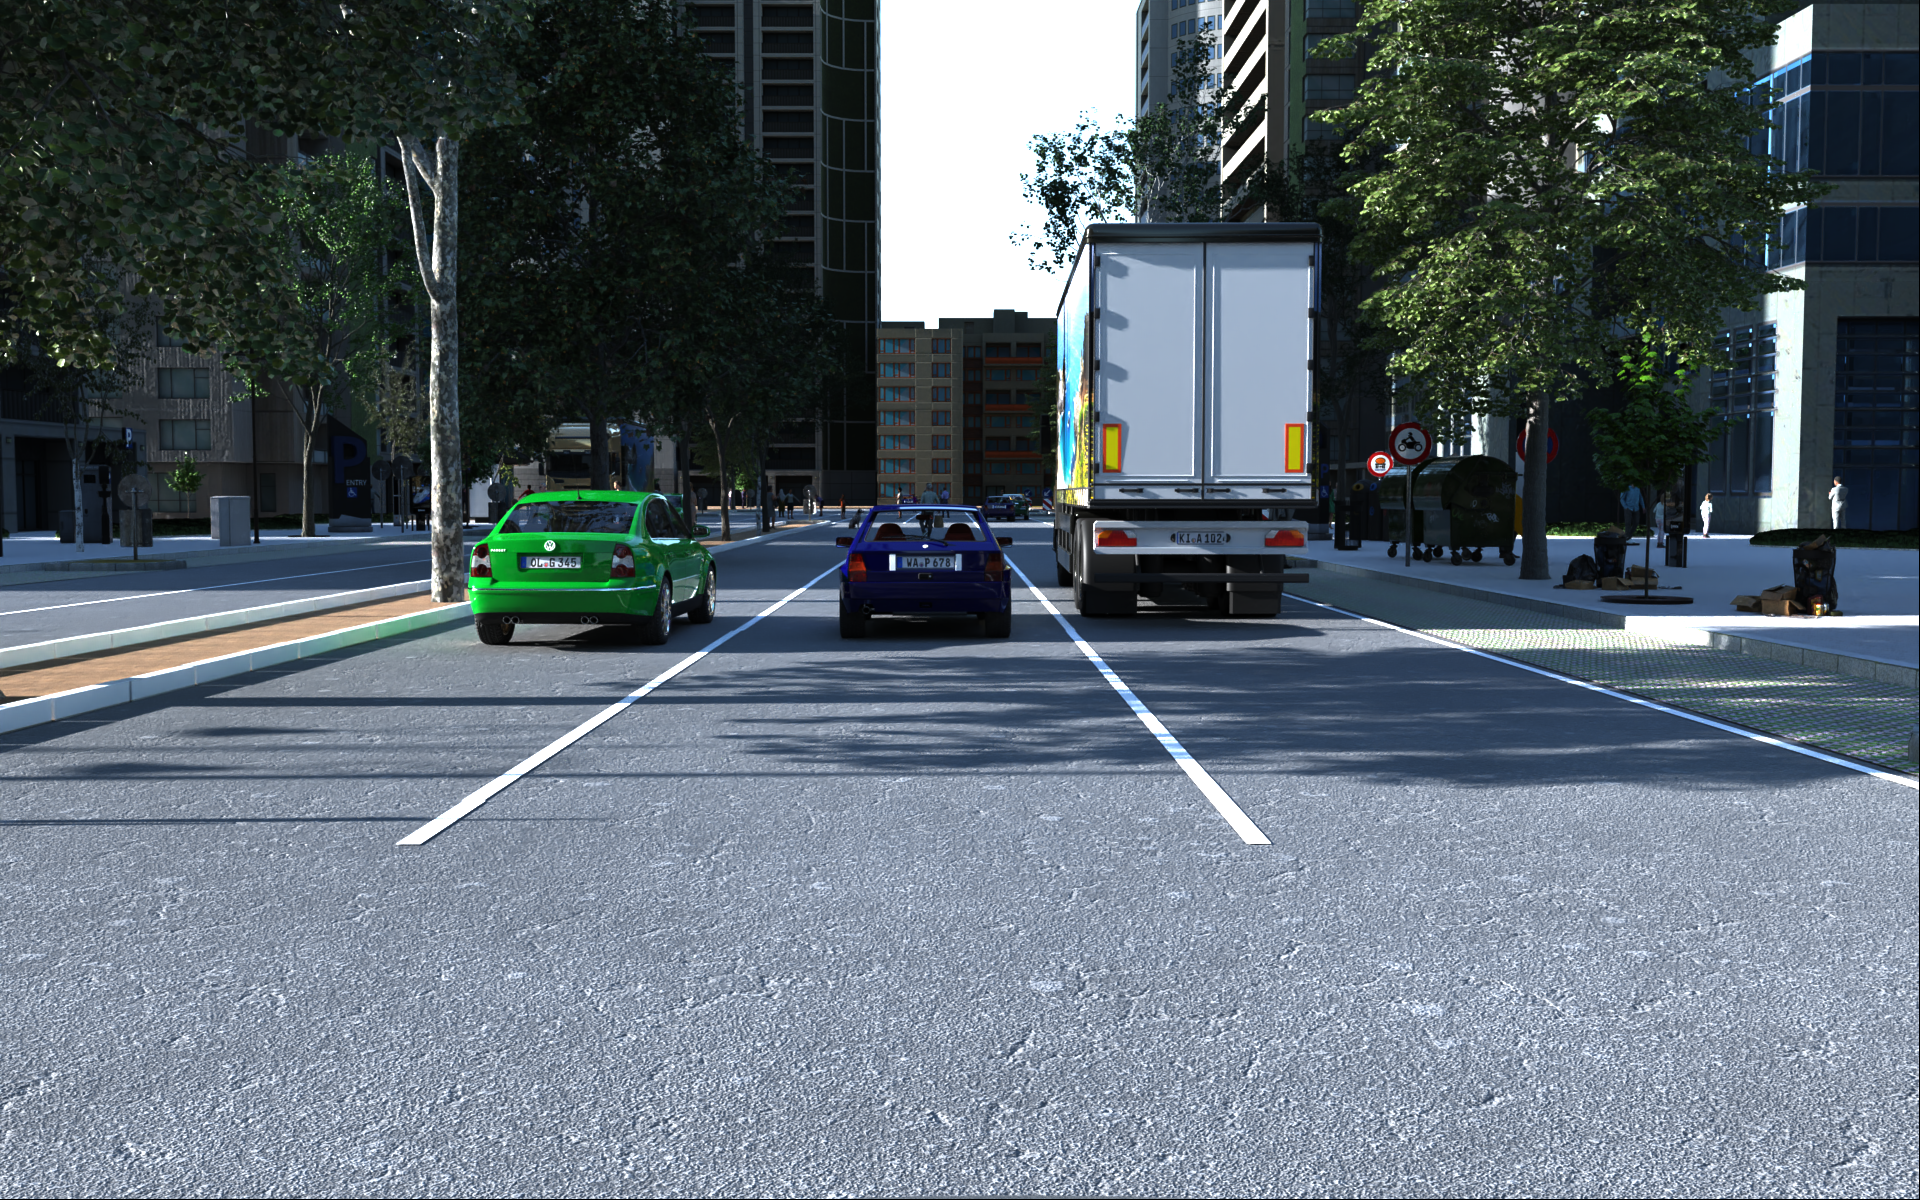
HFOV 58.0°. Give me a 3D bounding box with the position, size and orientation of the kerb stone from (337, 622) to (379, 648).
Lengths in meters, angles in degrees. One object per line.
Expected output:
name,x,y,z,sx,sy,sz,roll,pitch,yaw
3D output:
kerb stone,-5.809,0.346,16.560,0.120,0.150,1.000,0,4,0

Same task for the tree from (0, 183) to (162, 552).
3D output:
tree,-19.418,-5.353,37.889,4.360,8.622,3.978,0,3,0

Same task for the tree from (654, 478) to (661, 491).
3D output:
tree,-19.861,-7.107,110.794,1.663,3.219,1.824,0,3,0

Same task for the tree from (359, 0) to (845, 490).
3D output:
tree,-7.242,-7.042,34.605,9.611,12.733,9.660,0,3,0

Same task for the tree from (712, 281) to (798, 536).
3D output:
tree,-6.890,-6.499,59.084,4.360,8.622,3.978,0,3,0

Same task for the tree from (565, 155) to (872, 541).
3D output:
tree,-6.885,-6.562,44.161,8.767,10.594,7.601,0,4,0

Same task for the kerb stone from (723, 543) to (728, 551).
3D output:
kerb stone,-5.965,-1.282,43.194,0.120,0.150,1.000,0,4,0

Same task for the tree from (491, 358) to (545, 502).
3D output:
tree,-19.495,-7.495,72.907,4.737,8.622,4.395,0,3,0

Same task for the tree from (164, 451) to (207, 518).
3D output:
tree,-34.685,-5.089,77.800,1.663,3.219,1.824,0,3,0

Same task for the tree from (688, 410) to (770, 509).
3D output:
tree,-19.128,-13.819,144.065,7.486,12.596,7.792,0,3,0

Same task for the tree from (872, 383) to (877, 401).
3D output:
tree,-7.014,-7.050,52.143,8.767,10.594,7.601,0,4,0

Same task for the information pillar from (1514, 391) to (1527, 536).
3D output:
information pillar,11.148,-2.604,33.926,0.504,3.616,0.183,2,4,26

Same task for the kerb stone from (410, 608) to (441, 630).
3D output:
kerb stone,-5.815,0.219,18.616,0.120,0.150,1.000,0,4,0

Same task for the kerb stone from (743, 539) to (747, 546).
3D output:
kerb stone,-5.998,-1.535,47.298,0.120,0.150,1.000,0,4,0

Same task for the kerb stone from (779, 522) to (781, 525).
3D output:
kerb stone,-8.296,-3.414,78.058,0.120,0.150,1.000,0,4,0

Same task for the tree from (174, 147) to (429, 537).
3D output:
tree,-19.316,-7.690,51.487,9.928,11.665,9.643,0,3,0

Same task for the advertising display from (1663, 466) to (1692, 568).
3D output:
advertising display,12.616,-1.545,30.474,0.123,1.923,0.974,0,4,2

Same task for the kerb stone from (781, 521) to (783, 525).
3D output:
kerb stone,-8.297,-3.477,79.081,0.120,0.150,1.000,0,4,0

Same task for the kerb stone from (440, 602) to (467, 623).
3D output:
kerb stone,-5.817,0.156,19.639,0.120,0.150,1.000,0,4,0

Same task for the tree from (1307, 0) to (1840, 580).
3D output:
tree,8.793,-6.559,25.363,7.486,12.596,7.792,0,3,0

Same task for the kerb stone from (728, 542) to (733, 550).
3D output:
kerb stone,-5.977,-1.347,44.224,0.120,0.150,1.000,0,4,0

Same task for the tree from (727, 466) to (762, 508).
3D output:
tree,-19.491,-10.641,157.692,4.285,4.588,4.351,0,3,0

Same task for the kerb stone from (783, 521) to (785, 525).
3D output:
kerb stone,-8.308,-3.542,80.103,0.120,0.150,1.000,0,4,0

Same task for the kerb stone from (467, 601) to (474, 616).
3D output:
kerb stone,-5.827,0.095,20.664,0.120,0.150,1.000,0,4,0

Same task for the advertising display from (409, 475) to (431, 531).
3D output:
advertising display,-18.845,-3.380,60.478,0.123,1.923,0.974,1,4,22

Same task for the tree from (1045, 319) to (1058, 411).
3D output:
tree,8.489,-9.994,89.159,9.928,11.665,9.643,0,3,0

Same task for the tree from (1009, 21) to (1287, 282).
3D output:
tree,8.142,-13.204,71.775,12.611,20.169,13.585,0,3,0

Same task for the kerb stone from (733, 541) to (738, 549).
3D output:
kerb stone,-5.989,-1.410,45.246,0.120,0.150,1.000,0,4,0

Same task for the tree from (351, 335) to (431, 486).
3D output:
tree,-26.248,-8.004,81.221,4.360,8.622,3.978,0,3,0

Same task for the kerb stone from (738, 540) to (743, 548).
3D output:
kerb stone,-5.991,-1.473,46.276,0.120,0.150,1.000,0,4,0

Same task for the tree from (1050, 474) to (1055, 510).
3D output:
tree,7.819,-8.996,141.689,1.663,3.219,1.824,0,3,0

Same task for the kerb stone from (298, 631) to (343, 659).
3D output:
kerb stone,-5.798,0.412,15.538,0.120,0.150,1.000,0,4,0

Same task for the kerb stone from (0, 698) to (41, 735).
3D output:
kerb stone,-5.771,0.722,10.393,0.120,0.150,1.000,0,4,0

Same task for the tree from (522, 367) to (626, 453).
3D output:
tree,-19.981,-10.430,88.652,7.486,12.596,7.792,0,3,0

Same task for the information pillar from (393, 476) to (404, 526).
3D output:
information pillar,-22.355,-3.942,68.944,0.304,2.012,0.304,1,4,18

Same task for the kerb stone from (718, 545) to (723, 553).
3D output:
kerb stone,-5.964,-1.220,42.166,0.120,0.150,1.000,0,4,0

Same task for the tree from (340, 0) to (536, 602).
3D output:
tree,-8.004,-10.082,23.182,12.611,20.169,13.585,0,3,0

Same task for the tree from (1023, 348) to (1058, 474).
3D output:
tree,8.030,-12.726,126.193,7.486,12.596,7.792,0,3,0

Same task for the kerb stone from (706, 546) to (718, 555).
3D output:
kerb stone,-5.947,-1.158,41.143,0.120,0.150,1.000,0,4,0

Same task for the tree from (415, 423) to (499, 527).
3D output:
tree,-19.488,-5.115,67.351,4.285,4.588,4.351,0,3,0

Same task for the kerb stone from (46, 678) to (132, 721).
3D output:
kerb stone,-5.774,0.662,11.422,0.120,0.150,1.000,0,4,0

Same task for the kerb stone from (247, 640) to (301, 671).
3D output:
kerb stone,-5.791,0.471,14.503,0.120,0.150,1.000,0,4,0

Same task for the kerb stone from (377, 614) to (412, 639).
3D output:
kerb stone,-5.807,0.282,17.589,0.120,0.150,1.000,0,4,0

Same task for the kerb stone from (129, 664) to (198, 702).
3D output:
kerb stone,-5.776,0.602,12.444,0.120,0.150,1.000,0,4,0

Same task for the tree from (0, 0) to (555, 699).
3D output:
tree,-6.993,-6.264,11.530,9.857,13.997,8.962,0,3,0

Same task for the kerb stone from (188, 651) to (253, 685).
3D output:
kerb stone,-5.783,0.534,13.470,0.120,0.150,1.000,0,4,0

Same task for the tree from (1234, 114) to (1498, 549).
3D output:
tree,9.240,-6.495,40.605,7.601,10.594,8.767,-2,4,-33

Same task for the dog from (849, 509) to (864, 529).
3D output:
dog,-4.384,-3.344,71.516,0.513,0.831,0.800,-3,5,-41

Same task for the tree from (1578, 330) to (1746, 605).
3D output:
tree,8.130,-1.592,20.631,1.663,3.219,1.824,0,3,0
